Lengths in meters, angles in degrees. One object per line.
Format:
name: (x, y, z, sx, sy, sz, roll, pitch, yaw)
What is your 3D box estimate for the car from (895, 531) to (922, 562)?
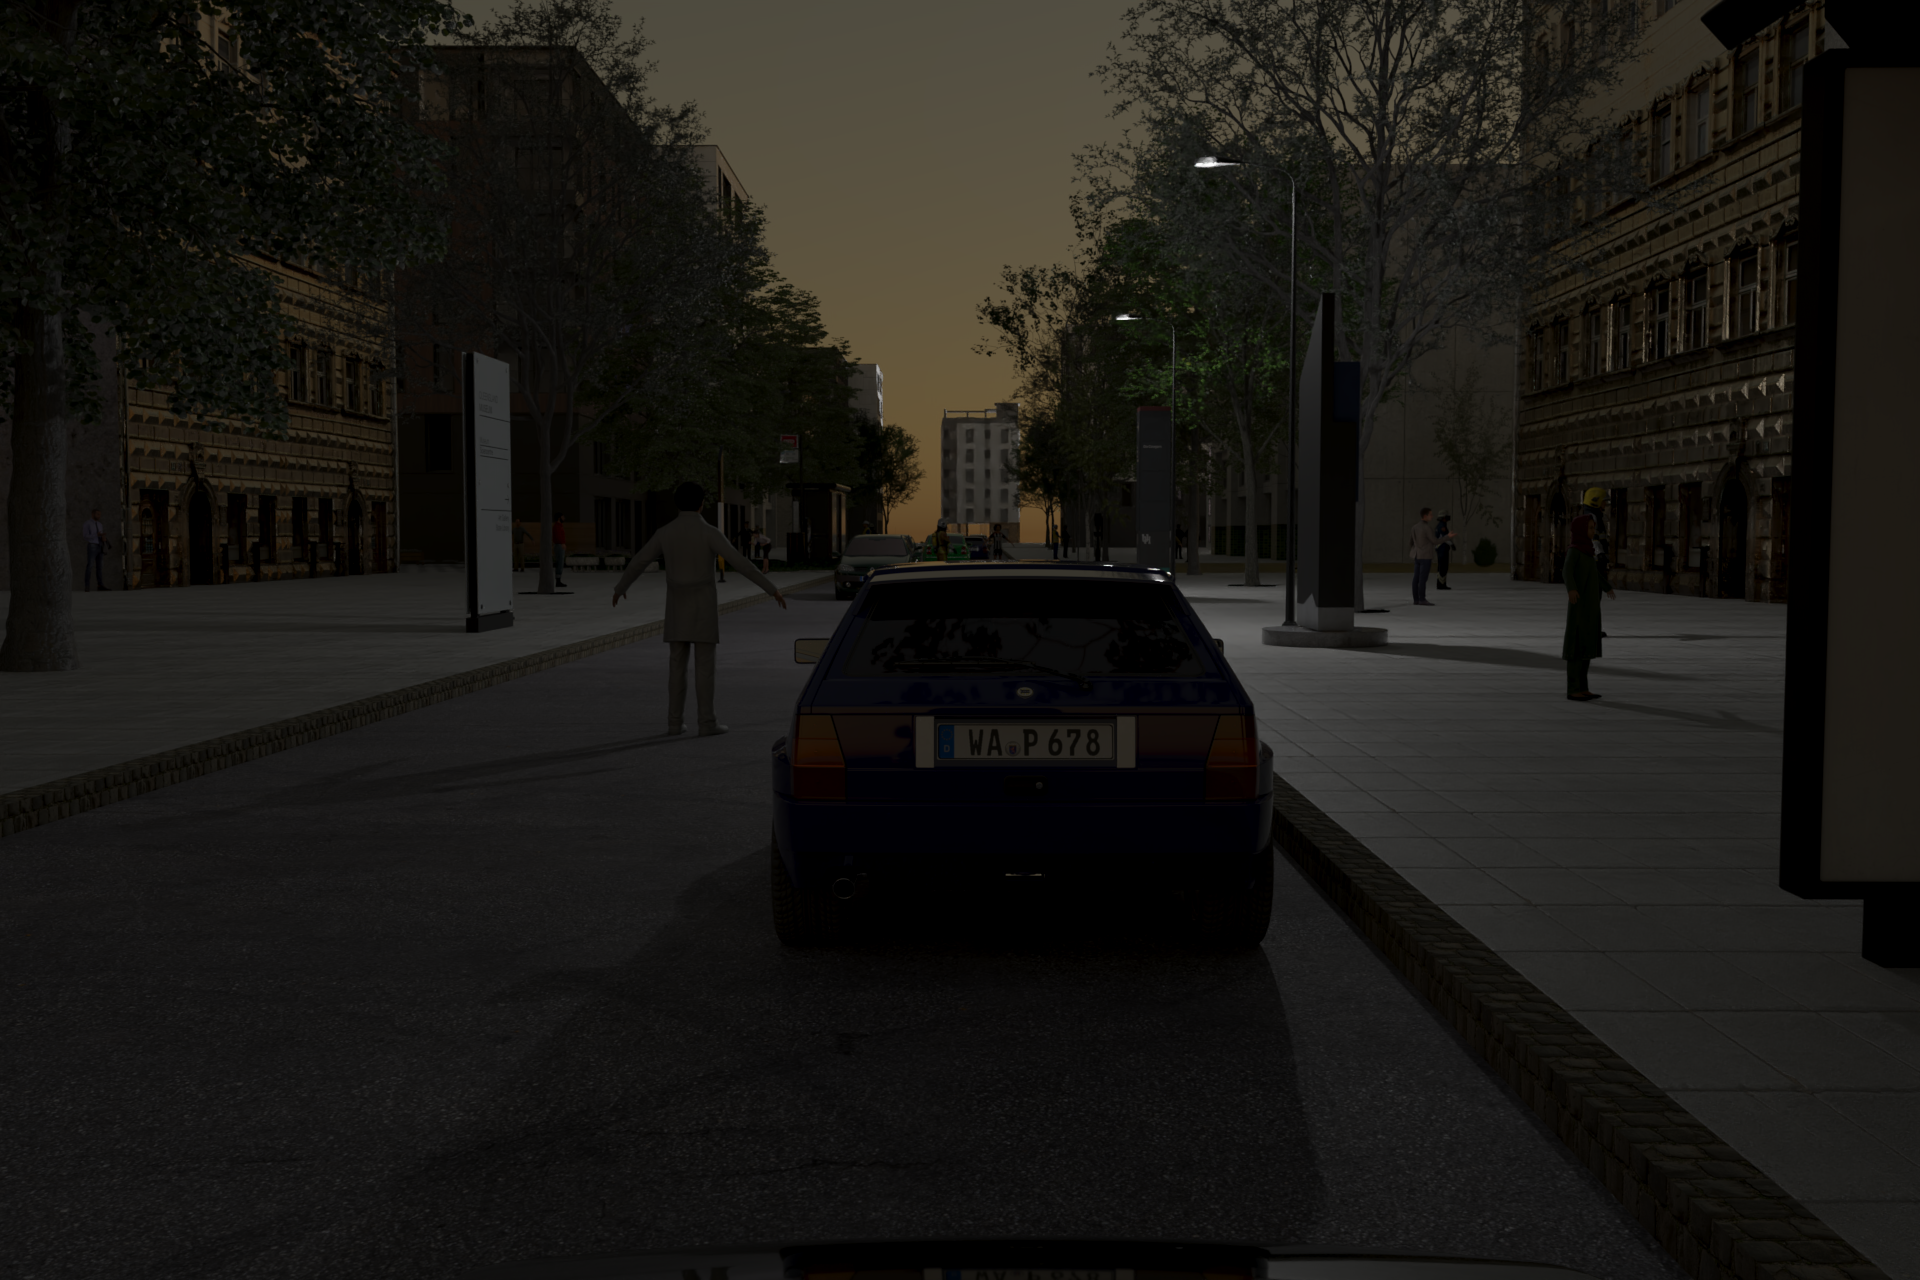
car: (-2.234, -2.932, 57.730, 2.009, 1.686, 4.222, 0, 4, 1)

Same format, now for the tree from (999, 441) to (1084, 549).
tree: (7.557, -13.261, 151.222, 7.601, 10.594, 8.767, 2, 4, 30)

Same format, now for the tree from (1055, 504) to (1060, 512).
tree: (17.237, -19.967, 252.207, 9.928, 11.665, 9.643, 0, 3, 0)

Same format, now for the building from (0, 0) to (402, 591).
building: (-27.872, -13.246, 47.495, 19.493, 23.208, 18.063, 0, 4, 1)

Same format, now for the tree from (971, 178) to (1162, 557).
tree: (6.715, -14.640, 95.261, 12.611, 20.169, 13.585, 0, 3, 0)

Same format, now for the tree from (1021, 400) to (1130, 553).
tree: (7.975, -11.254, 118.415, 8.767, 10.594, 7.601, 2, 4, 27)

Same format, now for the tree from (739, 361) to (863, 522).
tree: (-8.390, -9.467, 89.194, 7.601, 10.594, 8.767, 1, 4, 12)

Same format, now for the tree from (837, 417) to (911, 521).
tree: (-7.340, -12.001, 130.623, 7.601, 10.594, 8.767, -2, 4, -25)

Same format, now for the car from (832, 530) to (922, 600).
car: (-1.835, -1.783, 38.936, 2.009, 1.686, 4.222, 0, 4, 1)

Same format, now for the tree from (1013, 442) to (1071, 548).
tree: (8.314, -14.502, 162.858, 9.928, 11.665, 9.643, 0, 3, 0)

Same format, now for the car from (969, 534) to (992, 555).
car: (1.219, -6.723, 119.714, 2.009, 1.686, 4.222, 0, 4, -1)

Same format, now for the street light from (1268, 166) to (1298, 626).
street light: (4.654, -2.989, 21.405, 1.470, 5.913, 1.316, 0, 4, 1)

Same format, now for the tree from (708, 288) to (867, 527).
tree: (-8.100, -9.942, 80.679, 7.486, 12.596, 7.792, 0, 3, 0)

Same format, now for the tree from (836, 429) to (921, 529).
tree: (-7.420, -12.758, 143.008, 8.767, 10.594, 7.601, -1, 4, -13)

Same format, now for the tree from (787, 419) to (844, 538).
tree: (-8.368, -9.178, 100.418, 4.737, 8.622, 4.395, 0, 3, 0)

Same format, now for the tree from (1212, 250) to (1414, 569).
tree: (12.764, -8.403, 63.146, 9.928, 11.665, 9.643, 0, 3, 0)

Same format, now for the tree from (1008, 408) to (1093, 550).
tree: (7.497, -13.203, 141.631, 9.928, 11.665, 9.643, 0, 3, 0)

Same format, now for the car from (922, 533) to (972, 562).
car: (-0.500, -3.512, 66.219, 1.959, 1.807, 4.718, 0, 3, 0)

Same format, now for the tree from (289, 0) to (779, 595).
tree: (-8.742, -7.721, 36.608, 12.009, 13.543, 11.850, 0, 3, 0)

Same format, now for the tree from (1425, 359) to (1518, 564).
tree: (21.216, -7.503, 73.037, 4.360, 8.622, 3.978, 0, 3, 0)

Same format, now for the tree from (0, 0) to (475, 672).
tree: (-8.765, -6.694, 16.095, 9.857, 13.997, 8.962, 0, 3, 0)

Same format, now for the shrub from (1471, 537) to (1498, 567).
shrub: (20.307, -3.420, 67.033, 1.383, 1.207, 1.383, 0, 3, 0)

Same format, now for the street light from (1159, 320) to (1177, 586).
street light: (5.062, -3.919, 36.621, 1.470, 5.913, 1.316, 0, 4, 1)

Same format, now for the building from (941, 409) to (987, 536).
building: (-2.447, -24.106, 253.003, 11.380, 20.090, 16.016, 0, 4, -1)

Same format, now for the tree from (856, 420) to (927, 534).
tree: (-6.644, -14.067, 155.753, 9.928, 11.665, 9.643, 0, 3, 0)

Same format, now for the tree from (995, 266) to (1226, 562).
tree: (6.701, -10.375, 80.005, 12.009, 13.543, 11.850, 0, 3, 0)

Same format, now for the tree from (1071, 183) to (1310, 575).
tree: (7.339, -8.280, 53.506, 7.486, 12.596, 7.792, 0, 3, 0)

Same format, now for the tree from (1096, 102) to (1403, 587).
tree: (7.040, -7.119, 42.158, 9.928, 11.665, 9.643, 0, 3, 0)

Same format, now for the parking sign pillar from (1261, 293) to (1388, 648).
parking sign pillar: (4.246, -1.932, 20.066, 1.447, 3.967, 1.447, 0, 4, 0)

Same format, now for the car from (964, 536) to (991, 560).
car: (0.453, -3.999, 77.957, 1.945, 1.354, 3.894, 0, 3, 0)

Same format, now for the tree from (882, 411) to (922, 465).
tree: (-11.844, -24.324, 253.591, 12.611, 20.169, 13.585, 0, 3, 0)

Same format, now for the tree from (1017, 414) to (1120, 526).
tree: (8.123, -12.026, 131.045, 8.767, 10.594, 7.601, 1, 4, 14)

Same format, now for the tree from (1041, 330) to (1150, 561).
tree: (4.770, -6.863, 62.577, 4.737, 8.622, 4.395, 0, 3, 0)

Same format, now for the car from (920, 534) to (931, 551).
car: (-1.291, -5.556, 101.062, 2.015, 1.641, 3.980, 0, 4, 1)

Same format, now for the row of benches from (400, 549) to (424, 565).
row of benches: (-23.762, -3.365, 70.487, 4.104, 0.672, 1.422, -3, 4, -38)

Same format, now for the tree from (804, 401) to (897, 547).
tree: (-8.071, -11.307, 119.281, 8.767, 10.594, 7.601, 1, 4, 17)

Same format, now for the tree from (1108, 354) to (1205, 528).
tree: (8.071, -7.370, 70.860, 4.360, 8.622, 3.978, 0, 3, 0)

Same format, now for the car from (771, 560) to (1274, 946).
car: (0.218, 0.319, 7.368, 1.945, 1.354, 3.894, 0, 4, 0)

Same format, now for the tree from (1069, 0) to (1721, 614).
tree: (6.531, -7.186, 27.867, 12.009, 13.543, 11.850, 0, 3, 0)

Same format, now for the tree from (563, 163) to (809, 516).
tree: (-8.523, -8.282, 53.543, 7.486, 12.596, 7.792, 0, 3, 0)
